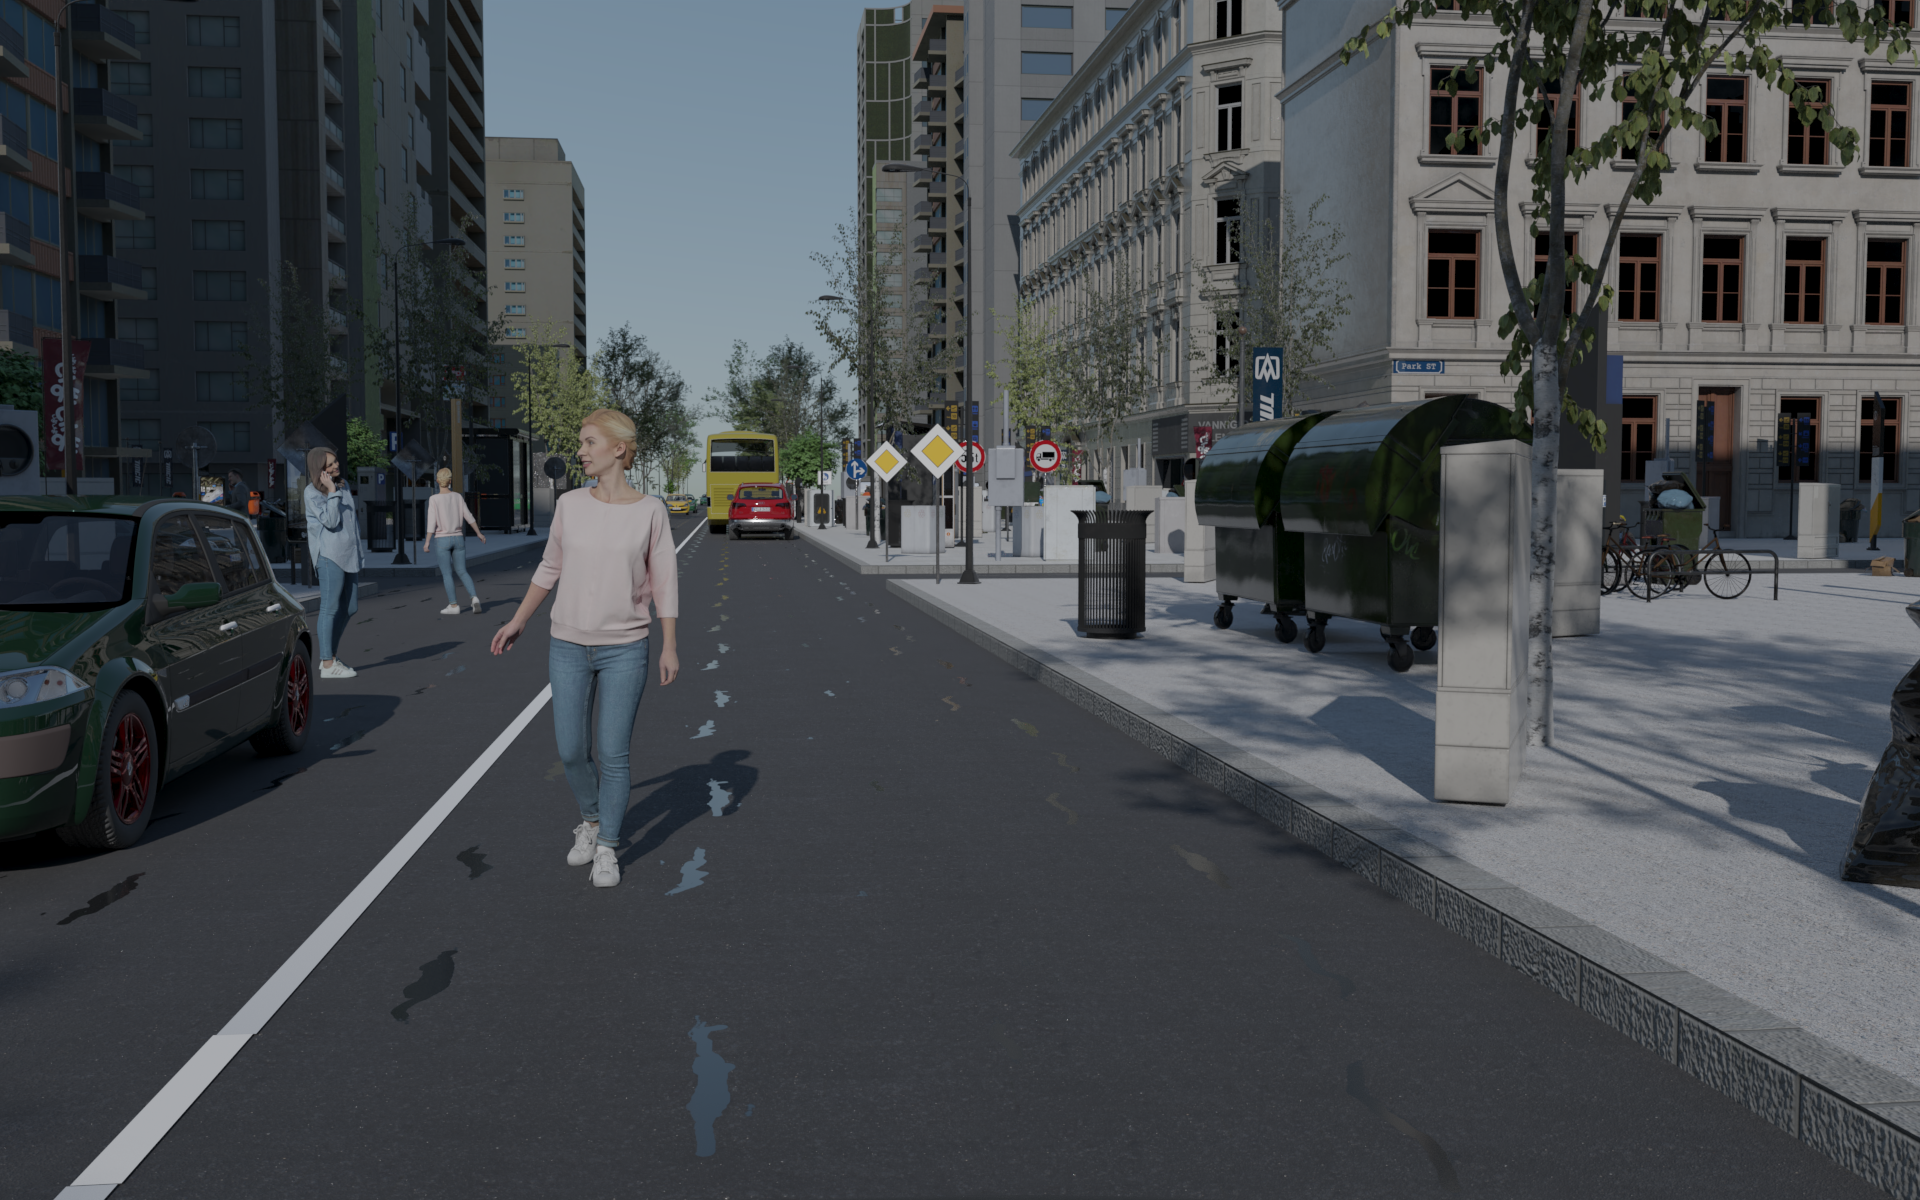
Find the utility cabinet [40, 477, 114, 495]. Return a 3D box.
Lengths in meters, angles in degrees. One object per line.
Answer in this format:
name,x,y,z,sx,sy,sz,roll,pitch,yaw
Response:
utility cabinet,-12.097,-0.902,23.422,1.173,1.500,0.318,-3,5,-40

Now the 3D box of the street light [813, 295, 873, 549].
street light,-2.604,-4.166,40.647,1.470,5.913,1.316,0,4,-8

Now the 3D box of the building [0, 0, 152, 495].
building,-41.077,-24.595,56.748,22.147,44.769,28.867,0,4,-8

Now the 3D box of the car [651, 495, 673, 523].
car,-12.497,-3.504,69.294,2.014,1.417,4.499,0,4,-8

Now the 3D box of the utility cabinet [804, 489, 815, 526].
utility cabinet,-6.032,-3.731,69.687,0.318,1.500,1.173,0,4,2

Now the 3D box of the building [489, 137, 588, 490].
building,-63.047,-37.573,238.012,21.300,48.544,21.600,0,4,-8

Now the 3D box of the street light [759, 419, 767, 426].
street light,-11.512,-8.221,106.952,1.470,5.913,1.316,0,4,-8

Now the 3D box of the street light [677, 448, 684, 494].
street light,-28.749,-12.311,173.820,1.470,5.913,1.316,0,4,-8

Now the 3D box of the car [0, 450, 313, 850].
car,-4.335,0.102,8.117,2.009,1.686,4.222,0,4,-7

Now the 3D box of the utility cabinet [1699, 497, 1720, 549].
utility cabinet,17.608,-1.830,41.087,0.306,1.237,1.020,0,4,-6

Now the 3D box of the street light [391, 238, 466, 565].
street light,-9.671,-3.609,31.540,1.470,5.913,1.316,0,4,-8

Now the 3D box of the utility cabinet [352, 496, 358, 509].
utility cabinet,-21.512,-3.088,61.655,0.306,1.237,1.020,3,5,40

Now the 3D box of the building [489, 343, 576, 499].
building,-62.795,-22.532,213.445,27.650,21.520,28.899,0,4,-8

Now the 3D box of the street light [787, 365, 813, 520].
street light,-5.544,-5.512,62.655,1.470,5.913,1.316,0,4,-8

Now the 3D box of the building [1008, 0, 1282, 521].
building,14.382,-19.063,88.097,17.030,29.872,44.131,0,4,-8

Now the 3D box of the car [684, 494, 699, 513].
car,-20.740,-7.255,130.422,2.131,1.459,4.920,0,4,-7

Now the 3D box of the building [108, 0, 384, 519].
building,-39.919,-25.050,93.161,14.154,41.232,14.086,0,4,-8

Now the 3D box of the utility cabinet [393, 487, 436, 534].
utility cabinet,-17.517,-2.866,55.535,1.173,1.500,0.318,-1,4,-9

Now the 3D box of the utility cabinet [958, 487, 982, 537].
utility cabinet,0.070,-2.597,51.137,1.173,1.500,0.318,0,4,4

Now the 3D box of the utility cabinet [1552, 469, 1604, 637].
utility cabinet,5.198,-0.414,15.448,1.173,1.500,0.318,-2,4,-30

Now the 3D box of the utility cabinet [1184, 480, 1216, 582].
utility cabinet,3.540,-1.022,25.394,0.318,1.500,1.173,1,4,19

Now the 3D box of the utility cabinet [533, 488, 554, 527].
utility cabinet,-16.041,-3.516,66.164,1.173,1.500,0.318,2,4,25

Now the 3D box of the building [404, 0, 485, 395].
building,-50.558,-31.557,139.664,21.300,48.544,21.600,0,4,-8

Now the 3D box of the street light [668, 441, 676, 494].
street light,-25.819,-10.965,151.811,1.470,5.913,1.316,0,4,-8

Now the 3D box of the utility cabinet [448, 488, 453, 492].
utility cabinet,-18.401,-3.263,62.036,1.173,1.500,0.318,0,4,4

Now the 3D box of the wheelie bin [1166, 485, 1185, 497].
wheelie bin,7.522,-3.178,59.861,0.693,1.594,0.980,2,4,34

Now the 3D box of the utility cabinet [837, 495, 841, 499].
utility cabinet,-6.083,-4.787,89.435,0.306,1.237,1.020,1,4,13

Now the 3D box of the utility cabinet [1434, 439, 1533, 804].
utility cabinet,2.301,0.065,7.610,0.318,1.500,1.173,1,4,21

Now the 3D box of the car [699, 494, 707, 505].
car,-32.725,-13.010,224.518,2.131,1.459,4.920,0,4,-6

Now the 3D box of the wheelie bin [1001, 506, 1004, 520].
wheelie bin,2.239,-4.842,87.079,0.980,1.594,0.693,1,4,17

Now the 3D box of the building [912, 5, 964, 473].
building,7.320,-30.734,157.122,22.147,44.769,28.867,0,4,-8

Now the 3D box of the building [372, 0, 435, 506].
building,-50.701,-32.144,114.798,28.713,52.752,27.495,0,4,-8

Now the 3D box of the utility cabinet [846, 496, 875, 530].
utility cabinet,-3.594,-3.146,62.605,1.020,1.237,0.306,1,4,8

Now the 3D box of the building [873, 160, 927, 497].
building,-3.955,-32.533,215.506,14.154,41.232,14.086,0,4,-8

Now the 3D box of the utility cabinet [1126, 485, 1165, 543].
utility cabinet,4.781,-2.225,45.059,0.318,1.500,1.173,3,5,42

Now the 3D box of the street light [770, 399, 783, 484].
street light,-8.549,-6.862,84.736,1.470,5.913,1.316,0,4,-8

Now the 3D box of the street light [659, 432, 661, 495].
street light,-22.809,-9.583,129.224,1.470,5.913,1.316,0,4,-8

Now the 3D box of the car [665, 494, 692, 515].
car,-19.217,-6.555,117.394,2.015,1.641,3.980,-1,4,-9

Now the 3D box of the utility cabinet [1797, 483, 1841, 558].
utility cabinet,17.088,-1.575,34.423,1.173,1.500,0.318,-3,5,-40

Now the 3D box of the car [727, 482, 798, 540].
car,-6.327,-2.857,55.381,2.281,1.827,5.304,0,4,-6

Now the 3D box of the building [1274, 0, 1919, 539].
building,21.069,-13.325,54.018,21.152,22.565,11.583,0,4,-8

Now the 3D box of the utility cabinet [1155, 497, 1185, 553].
utility cabinet,4.754,-1.621,37.665,1.020,1.237,0.306,-1,4,-15

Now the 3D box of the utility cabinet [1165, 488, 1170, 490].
utility cabinet,7.993,-3.510,66.066,0.318,1.500,1.173,1,4,15

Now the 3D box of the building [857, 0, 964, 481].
building,-6.395,-50.019,256.064,20.563,71.187,20.611,0,4,-8

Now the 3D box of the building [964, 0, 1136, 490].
building,10.803,-35.867,128.427,21.231,58.520,28.212,0,4,-8
